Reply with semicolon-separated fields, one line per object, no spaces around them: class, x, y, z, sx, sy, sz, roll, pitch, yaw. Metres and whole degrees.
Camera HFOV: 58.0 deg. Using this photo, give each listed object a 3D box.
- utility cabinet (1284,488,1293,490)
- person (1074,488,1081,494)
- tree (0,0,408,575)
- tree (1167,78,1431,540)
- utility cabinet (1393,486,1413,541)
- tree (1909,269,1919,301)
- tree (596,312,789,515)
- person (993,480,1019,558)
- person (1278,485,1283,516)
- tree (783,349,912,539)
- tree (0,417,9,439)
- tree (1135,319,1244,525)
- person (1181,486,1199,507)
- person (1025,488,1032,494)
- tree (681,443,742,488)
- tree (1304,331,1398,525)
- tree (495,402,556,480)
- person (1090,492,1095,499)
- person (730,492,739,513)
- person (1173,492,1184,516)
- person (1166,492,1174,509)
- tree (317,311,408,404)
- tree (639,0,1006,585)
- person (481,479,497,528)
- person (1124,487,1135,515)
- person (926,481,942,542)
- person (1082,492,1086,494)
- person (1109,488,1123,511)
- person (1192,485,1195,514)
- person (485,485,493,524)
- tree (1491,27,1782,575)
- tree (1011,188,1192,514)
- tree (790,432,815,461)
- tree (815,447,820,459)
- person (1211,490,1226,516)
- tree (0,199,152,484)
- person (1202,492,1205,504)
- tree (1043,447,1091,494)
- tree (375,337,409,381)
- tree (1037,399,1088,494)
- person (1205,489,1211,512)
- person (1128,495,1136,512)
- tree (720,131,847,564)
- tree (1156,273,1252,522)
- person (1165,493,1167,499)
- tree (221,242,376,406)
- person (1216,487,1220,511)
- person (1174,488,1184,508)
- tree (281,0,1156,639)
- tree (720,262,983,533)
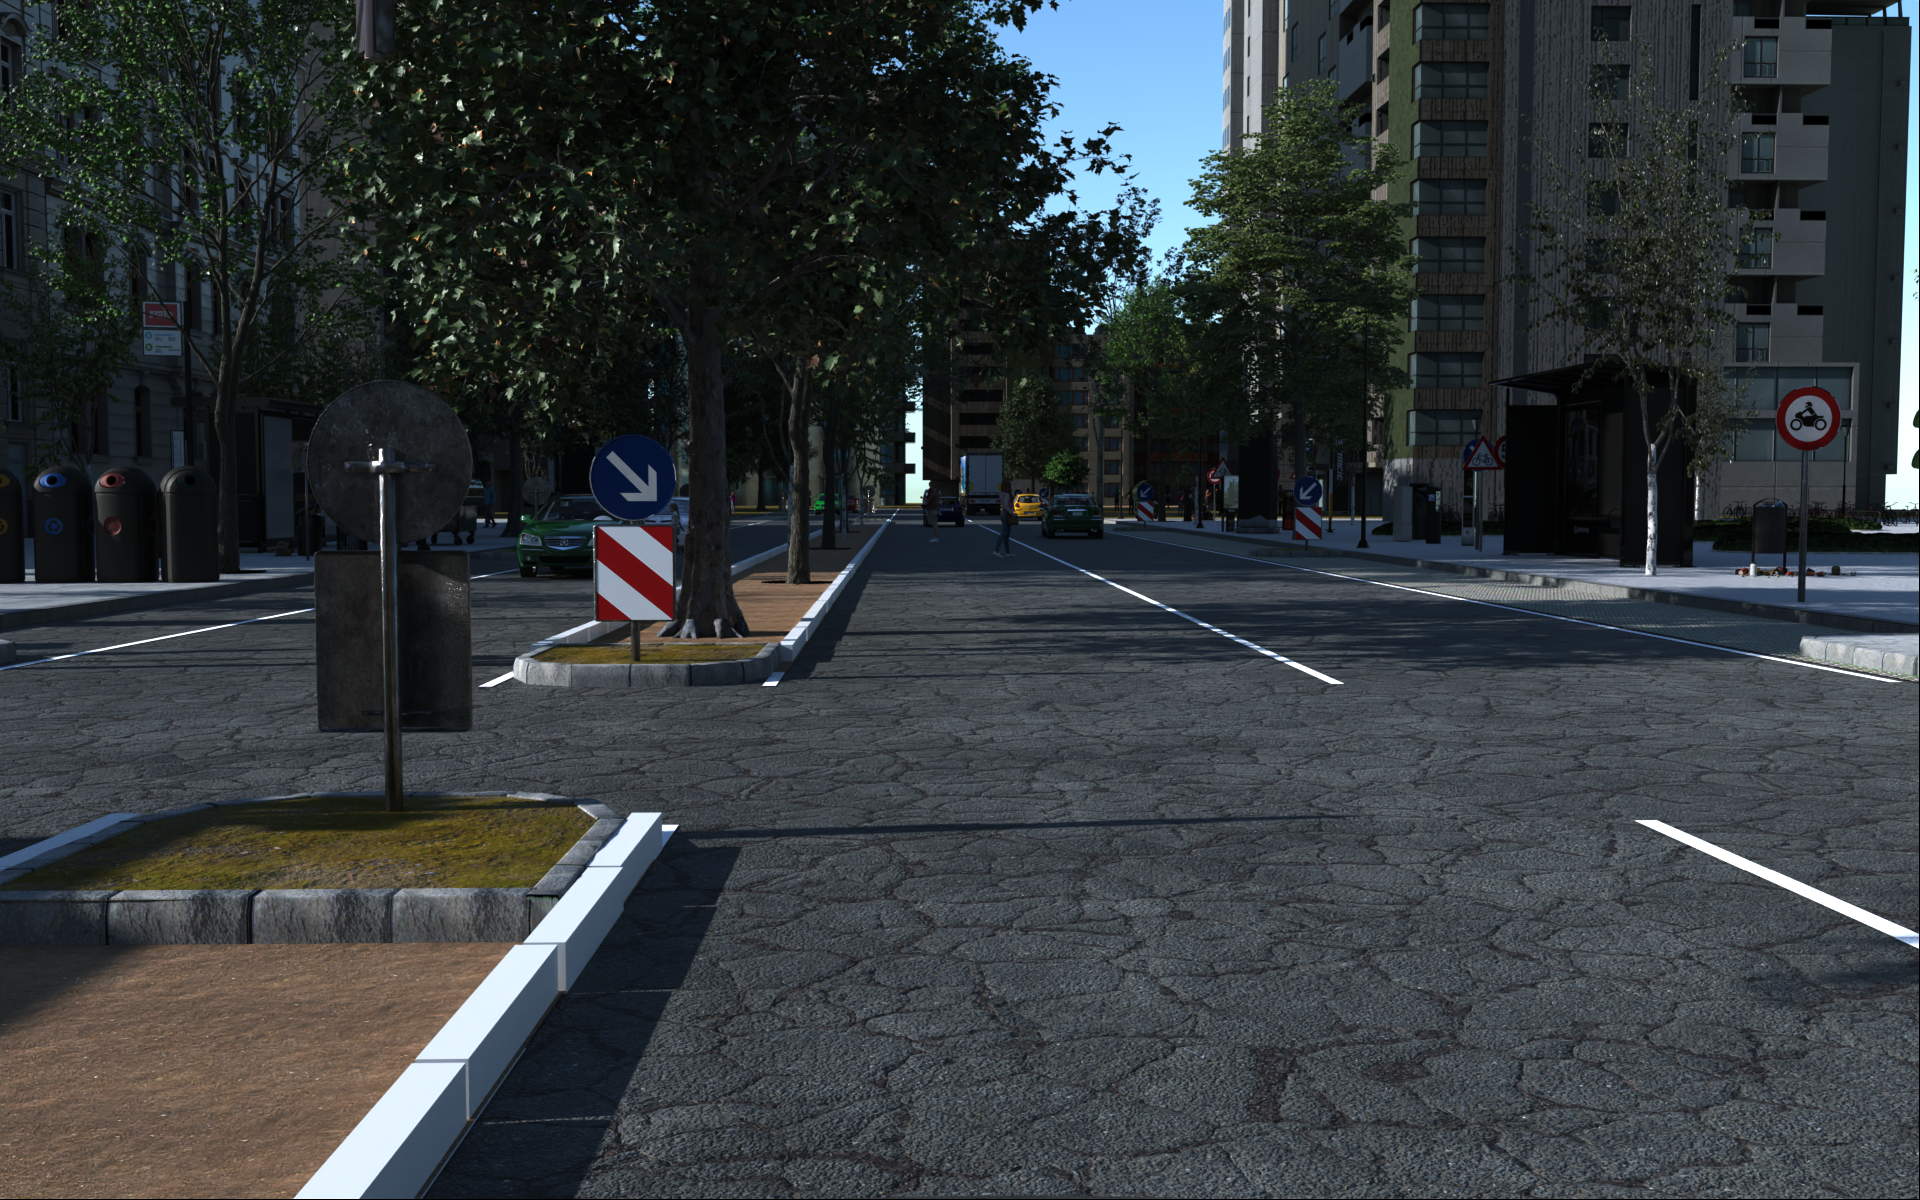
utility cabinet;13.208;-3.668;68.659;0.318;1.500;1.173;3;4;36
person;8.973;-7.700;132.769;1.217;1.723;0.721;2;4;28
tree;-11.727;-6.233;27.666;9.928;11.665;9.643;0;3;0
tree;9.247;-7.941;47.954;7.486;12.596;7.792;0;3;0
utility cabinet;12.011;-2.340;46.943;0.318;1.500;1.173;0;4;4
tree;20.498;-5.022;32.476;4.737;8.622;4.395;0;3;0
tree;-13.354;-8.745;77.400;7.601;10.594;8.767;-3;5;-40
person;1.003;-1.836;39.107;0.643;1.750;0.593;-1;4;-16
person;18.825;-5.840;101.625;0.705;1.812;1.348;1;4;13
tree;-3.595;-6.180;53.867;4.737;8.622;4.395;0;3;0
tree;-12.677;-1.626;21.184;1.663;3.219;1.824;0;3;0
tree;9.677;-7.470;72.492;4.737;8.622;4.395;0;3;0
person;12.861;-5.496;96.620;1.217;1.735;0.721;-1;4;-18
person;4.382;-6.304;111.658;1.348;1.812;0.705;-1;4;-9
tree;-13.871;-6.916;96.796;4.285;4.588;4.351;0;3;0
tree;16.071;-7.422;71.715;4.360;8.622;3.978;0;3;0
tree;-21.371;-8.281;85.751;4.360;8.622;3.978;0;3;0
person;8.980;-6.692;118.651;0.628;1.438;0.799;0;4;4
person;-15.405;-6.651;118.006;0.599;1.433;0.991;3;4;36
person;12.967;-5.656;101.749;0.991;1.433;0.599;2;4;33
person;17.982;-8.510;148.409;0.697;1.427;0.421;2;4;24
tree;-24.210;-7.322;70.083;4.360;8.622;3.978;0;3;0
tree;-2.456;-6.052;27.163;9.928;11.665;9.643;0;3;0
person;-17.885;-3.670;65.910;0.638;1.841;0.748;3;5;41
person;10.671;-6.149;107.287;1.217;1.735;0.721;-2;4;-30
person;-0.797;-2.656;51.908;0.573;1.828;0.580;-2;4;-31
person;7.925;-6.402;113.904;0.628;1.438;0.799;3;5;41
person;11.627;-7.462;128.768;1.217;1.735;0.721;3;4;36
person;13.254;-5.638;98.325;0.705;1.812;1.348;0;4;1
person;-20.285;-4.183;74.705;0.520;1.790;0.573;0;4;4
tree;10.722;-4.685;26.967;4.360;8.622;3.978;0;3;0
tree;9.996;-15.258;105.353;12.611;20.169;13.585;0;3;0
tree;-14.525;-10.648;108.514;8.767;10.594;7.601;-1;4;-20
tree;-15.909;-13.363;152.898;7.601;10.594;8.767;-3;5;-42
person;15.265;-5.785;100.762;1.348;1.807;0.705;1;4;13
tree;-21.737;-5.640;42.577;4.737;8.622;4.395;0;3;0
person;22.751;-9.613;163.742;1.217;1.766;0.721;3;4;36
tree;7.523;-8.421;121.398;4.285;4.588;4.351;0;3;0
tree;-23.340;-7.036;65.406;4.737;8.622;4.395;0;3;0
tree;8.015;-11.289;134.943;4.737;8.622;4.395;0;3;0
person;17.689;-7.088;123.407;0.593;1.643;0.415;3;5;42
person;12.824;-7.321;125.827;1.350;1.814;0.705;1;4;23
tree;-3.446;-5.033;35.113;4.360;8.622;3.978;0;3;0
tree;9.543;-9.459;80.403;9.928;11.665;9.643;0;3;0
person;19.185;-9.394;162.875;0.421;1.427;0.697;-2;4;-31
tree;-20.408;-6.167;51.191;4.737;8.622;4.395;0;3;0
person;19.667;-7.688;131.763;0.705;1.821;1.348;0;4;7
person;19.856;-9.124;155.202;1.348;1.826;0.705;1;4;18
tree;-2.560;-5.982;17.273;9.611;12.733;9.660;0;3;0
tree;-4.250;-9.218;63.539;12.009;13.543;11.850;0;3;0
